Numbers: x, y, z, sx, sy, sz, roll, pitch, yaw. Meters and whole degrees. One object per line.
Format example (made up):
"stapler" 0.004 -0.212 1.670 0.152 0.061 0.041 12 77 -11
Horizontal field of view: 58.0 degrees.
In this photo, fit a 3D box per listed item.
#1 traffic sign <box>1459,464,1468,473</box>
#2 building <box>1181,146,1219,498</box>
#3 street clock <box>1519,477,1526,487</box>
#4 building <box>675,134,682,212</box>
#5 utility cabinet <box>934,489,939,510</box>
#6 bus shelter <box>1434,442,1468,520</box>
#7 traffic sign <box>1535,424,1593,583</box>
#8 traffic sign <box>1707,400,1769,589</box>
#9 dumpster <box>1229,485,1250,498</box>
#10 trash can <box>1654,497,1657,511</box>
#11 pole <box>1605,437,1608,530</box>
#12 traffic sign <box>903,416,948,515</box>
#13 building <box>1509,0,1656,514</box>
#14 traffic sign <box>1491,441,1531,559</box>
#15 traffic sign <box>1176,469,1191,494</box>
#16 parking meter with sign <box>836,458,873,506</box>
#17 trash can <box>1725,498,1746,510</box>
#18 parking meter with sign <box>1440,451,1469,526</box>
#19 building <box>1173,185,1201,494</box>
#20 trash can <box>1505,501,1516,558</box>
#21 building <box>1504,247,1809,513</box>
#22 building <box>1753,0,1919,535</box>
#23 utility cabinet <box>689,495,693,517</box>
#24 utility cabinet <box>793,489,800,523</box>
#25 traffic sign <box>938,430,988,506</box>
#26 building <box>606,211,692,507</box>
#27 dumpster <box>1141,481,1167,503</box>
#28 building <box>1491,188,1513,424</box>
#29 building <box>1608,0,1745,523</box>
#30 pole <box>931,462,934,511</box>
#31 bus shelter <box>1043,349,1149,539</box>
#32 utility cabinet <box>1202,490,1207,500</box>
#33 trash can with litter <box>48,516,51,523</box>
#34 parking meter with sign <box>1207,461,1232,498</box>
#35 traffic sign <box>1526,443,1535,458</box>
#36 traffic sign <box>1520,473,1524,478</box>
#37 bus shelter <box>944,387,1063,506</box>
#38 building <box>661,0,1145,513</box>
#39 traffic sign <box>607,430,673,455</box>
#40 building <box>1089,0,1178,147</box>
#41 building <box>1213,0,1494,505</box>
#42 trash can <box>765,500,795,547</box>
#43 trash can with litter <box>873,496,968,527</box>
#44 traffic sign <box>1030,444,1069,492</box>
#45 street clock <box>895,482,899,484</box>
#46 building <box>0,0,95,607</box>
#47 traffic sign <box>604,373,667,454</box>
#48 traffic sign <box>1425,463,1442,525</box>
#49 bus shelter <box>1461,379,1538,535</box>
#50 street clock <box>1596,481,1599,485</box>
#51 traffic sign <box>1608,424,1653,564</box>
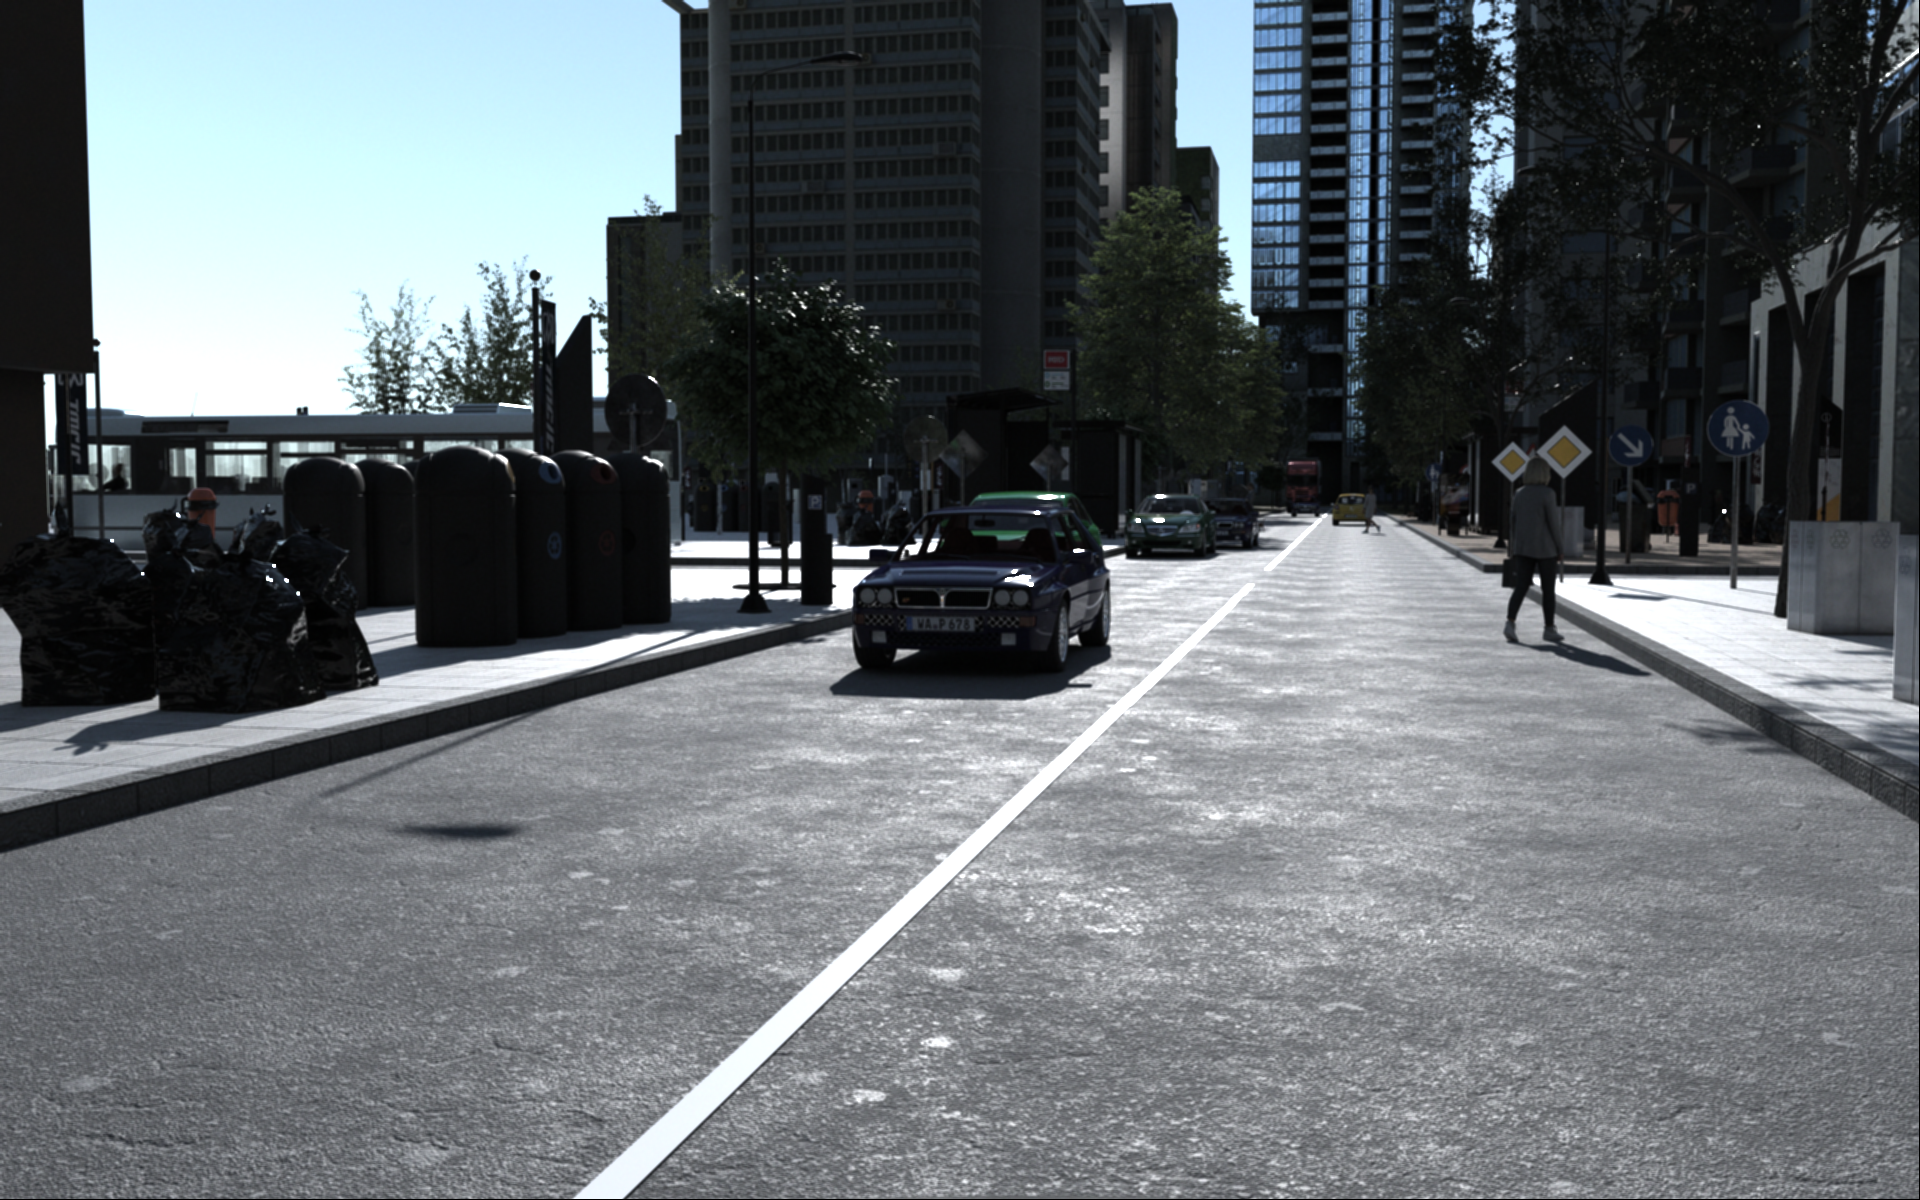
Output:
"traffic sign" 21.399 -4.451 72.881 0.768 2.556 0.104 1 4 19
"building" 23.537 -32.066 207.868 14.086 41.232 14.154 1 4 13
"street clock" 23.568 -4.140 72.262 0.358 2.002 0.471 -3 4 -38
"building" -22.175 -36.498 220.446 21.600 48.544 21.300 1 4 13
"utility cabinet" -0.702 -4.031 74.580 1.173 1.500 0.318 -1 4 -21
"bus shelter" 23.320 -5.527 81.643 1.731 3.624 6.357 1 4 13
"traffic sign" 8.717 -1.309 25.051 0.795 2.450 0.064 1 4 13
"traffic sign" 10.514 -1.429 23.466 0.768 2.556 0.104 1 4 21
"dumpster" 17.343 -6.241 107.806 1.264 1.857 1.865 1 4 13
"trash can" 30.591 -3.933 75.962 0.748 1.137 0.748 0 3 0
"pole" 23.171 -4.185 62.272 0.158 3.312 0.155 0 3 0
"traffic sign" -0.571 -1.719 28.208 0.768 2.556 0.104 1 4 17
"building" 50.350 -35.520 122.759 21.231 58.520 28.212 1 4 13
"traffic sign" 10.461 -1.786 32.844 0.795 2.450 0.064 1 4 13
"traffic sign" 11.209 -5.322 87.116 0.768 2.556 0.104 1 4 18
"parking meter with sign" -5.101 -5.362 83.934 1.738 3.016 0.543 -1 4 -14
"trash can" 26.954 -2.970 60.215 0.748 1.137 0.748 0 3 0
"parking meter with sign" 20.220 -4.486 69.604 1.738 3.016 0.543 0 4 3
"building" 16.369 -24.412 170.842 14.107 30.474 14.160 1 4 13
"trash can" 10.904 -1.334 33.457 0.748 1.137 0.748 0 3 0
"building" 58.237 -51.265 150.857 22.319 86.520 31.000 1 4 13
"building" 37.988 -44.664 42.924 31.000 86.520 22.319 1 4 13
"utility cabinet" -14.487 -5.185 95.929 1.020 1.237 0.306 0 4 1
"utility cabinet" -7.111 -4.156 76.626 0.318 1.500 1.173 -1 4 -16
"traffic sign" 0.041 -1.429 27.005 0.795 2.450 0.064 1 4 13
"building" -27.534 -25.019 180.758 14.107 30.474 14.160 1 4 13
"dumpster" 7.986 -4.109 72.945 1.264 1.857 1.865 1 4 13
"building" 75.659 -31.400 205.274 23.993 40.220 32.217 1 4 13
"building" 44.183 -26.129 81.831 22.147 44.769 28.867 1 4 13
"pole" -1.108 -4.403 65.835 0.158 3.312 0.155 0 3 0
"bus shelter" 3.946 -4.459 50.535 2.179 5.291 8.768 1 4 13
"utility cabinet" 14.891 -5.921 105.490 0.318 1.500 1.173 1 4 12
"trash can with litter" -40.349 -4.028 77.237 0.624 1.170 1.055 2 4 32
"parking meter with sign" 13.482 -5.845 91.827 1.738 3.016 0.543 2 4 34
"traffic sign" 14.596 -2.702 44.174 0.884 2.594 0.081 1 4 19
"traffic sign" 20.044 -3.829 62.714 0.768 2.556 0.104 1 4 22
"bus shelter" 1.118 -3.060 41.313 1.731 3.624 6.357 1 4 13
"building" -2.996 -26.471 124.687 32.217 40.220 23.993 1 4 13
"traffic sign" -3.956 -1.306 21.353 0.884 2.594 0.081 1 4 15
"building" 9.948 -28.007 141.506 14.154 41.232 14.086 1 4 13
"building" 46.682 -54.551 204.573 31.000 86.520 22.319 1 4 13
"trash can" -4.368 -1.859 42.044 0.748 1.137 0.748 0 3 0
"trash can with litter" -0.490 -1.532 36.106 2.233 1.210 1.678 -1 4 -15
"traffic sign" 1.785 -1.906 34.798 0.795 2.450 0.064 1 4 13
"street clock" -3.866 -6.238 106.563 0.358 2.002 0.471 0 4 -2
"building" -18.651 -22.260 14.054 14.200 45.320 14.600 1 4 13
"traffic sign" -3.443 -1.114 18.320 0.768 2.556 0.104 1 4 22
"traffic sign" 19.356 -4.315 70.651 0.768 2.556 0.104 1 4 13
"bus shelter" 18.061 -4.926 58.168 2.179 5.291 8.768 1 4 13
"street clock" 34.294 -5.454 93.749 0.471 2.002 0.358 3 4 36
"traffic sign" 12.299 -1.939 31.814 0.768 2.556 0.104 1 4 22
